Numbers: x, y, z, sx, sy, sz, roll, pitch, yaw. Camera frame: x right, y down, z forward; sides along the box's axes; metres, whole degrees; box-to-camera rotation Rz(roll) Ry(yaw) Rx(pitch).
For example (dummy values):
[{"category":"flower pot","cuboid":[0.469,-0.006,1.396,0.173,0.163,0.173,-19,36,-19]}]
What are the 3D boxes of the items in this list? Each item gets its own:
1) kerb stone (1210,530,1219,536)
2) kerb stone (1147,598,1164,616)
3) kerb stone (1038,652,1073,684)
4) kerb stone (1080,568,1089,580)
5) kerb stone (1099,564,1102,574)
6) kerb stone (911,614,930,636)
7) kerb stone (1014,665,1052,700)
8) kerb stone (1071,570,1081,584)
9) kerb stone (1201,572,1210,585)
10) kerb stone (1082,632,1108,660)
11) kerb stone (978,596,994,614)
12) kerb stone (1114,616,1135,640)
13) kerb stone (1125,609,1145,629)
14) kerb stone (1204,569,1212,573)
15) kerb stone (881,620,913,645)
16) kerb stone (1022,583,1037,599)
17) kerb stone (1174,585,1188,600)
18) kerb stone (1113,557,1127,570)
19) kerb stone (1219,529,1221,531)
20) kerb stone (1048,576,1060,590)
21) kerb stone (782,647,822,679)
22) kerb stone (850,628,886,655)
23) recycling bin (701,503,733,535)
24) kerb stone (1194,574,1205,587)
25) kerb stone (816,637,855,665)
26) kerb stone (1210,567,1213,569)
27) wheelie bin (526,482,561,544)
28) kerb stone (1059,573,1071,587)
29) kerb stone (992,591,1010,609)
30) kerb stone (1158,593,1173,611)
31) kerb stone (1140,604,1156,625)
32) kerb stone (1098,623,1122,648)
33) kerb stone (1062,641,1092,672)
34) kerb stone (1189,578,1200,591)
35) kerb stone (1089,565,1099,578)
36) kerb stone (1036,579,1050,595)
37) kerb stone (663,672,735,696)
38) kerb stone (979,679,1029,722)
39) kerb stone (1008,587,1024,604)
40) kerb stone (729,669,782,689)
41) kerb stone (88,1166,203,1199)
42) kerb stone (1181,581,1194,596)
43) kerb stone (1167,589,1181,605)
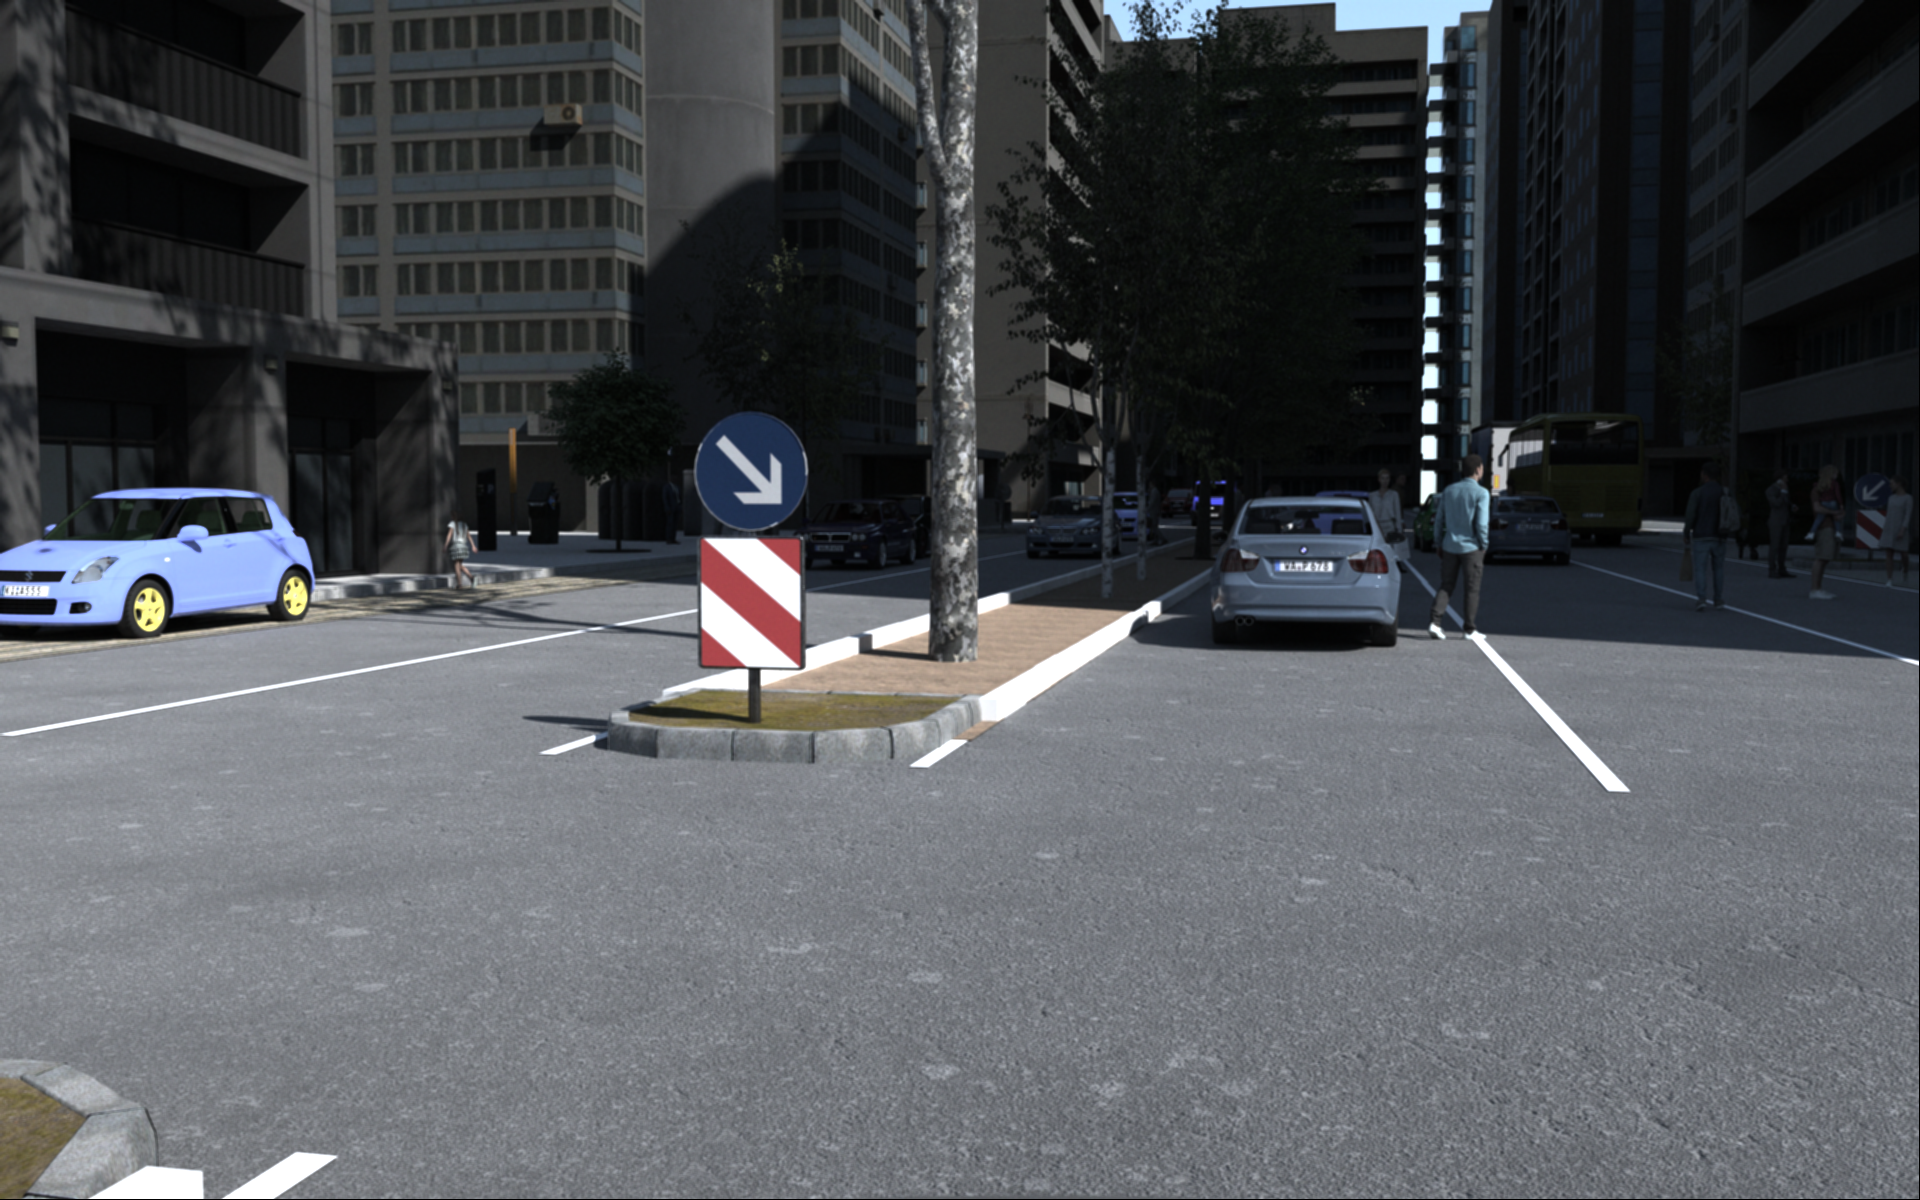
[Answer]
[{"category":"kerb stone","cuboid":[8.626,-2.243,58.868,0.120,0.150,1.000,1,4,12]},{"category":"kerb stone","cuboid":[2.261,0.114,20.343,0.120,0.150,1.000,1,4,12]},{"category":"kerb stone","cuboid":[0.714,0.542,13.342,0.120,0.150,1.000,1,4,12]},{"category":"kerb stone","cuboid":[1.981,-0.406,28.827,0.120,0.150,1.000,1,4,12]},{"category":"kerb stone","cuboid":[2.439,-0.528,30.825,0.120,0.150,1.000,1,4,12]},{"category":"kerb stone","cuboid":[-0.441,0.274,17.802,0.120,0.150,1.000,1,4,12]},{"category":"kerb stone","cuboid":[0.499,0.606,12.341,0.120,0.150,1.000,1,4,12]},{"category":"kerb stone","cuboid":[1.775,-0.344,27.826,0.120,0.150,1.000,1,4,12]},{"category":"kerb stone","cuboid":[3.810,-0.312,27.345,0.120,0.150,1.000,1,4,12]},{"category":"kerb stone","cuboid":[1.166,0.419,15.348,0.120,0.150,1.000,1,4,12]},{"category":"kerb stone","cuboid":[0.220,0.085,20.801,0.120,0.150,1.000,1,4,12]},{"category":"kerb stone","cuboid":[1.607,0.297,17.344,0.120,0.150,1.000,1,4,12]},{"category":"kerb stone","cuboid":[1.815,0.235,18.346,0.120,0.150,1.000,1,4,12]},{"category":"kerb stone","cuboid":[4.032,-0.376,28.343,0.120,0.150,1.000,1,4,12]},{"category":"kerb stone","cuboid":[-0.662,0.330,16.804,0.120,0.150,1.000,1,4,12]},{"category":"kerb stone","cuboid":[0.882,-0.098,23.798,0.120,0.150,1.000,1,4,12]},{"category":"kerb stone","cuboid":[2.929,-0.068,23.349,0.120,0.150,1.000,1,4,12]},{"category":"kerb stone","cuboid":[3.092,-0.712,33.830,0.120,0.150,1.000,1,4,12]},{"category":"kerb stone","cuboid":[8.851,-2.299,59.868,0.120,0.150,1.000,1,4,12]},{"category":"kerb stone","cuboid":[1.317,-0.221,25.812,0.120,0.150,1.000,1,4,12]},{"category":"kerb stone","cuboid":[-1.326,0.513,13.803,0.120,0.150,1.000,1,4,12]},{"category":"kerb stone","cuboid":[-0.883,0.391,15.805,0.120,0.150,1.000,1,4,12]},{"category":"recycling bin","cuboid":[-6.762,-2.187,48.306,0.722,1.027,0.722,1,4,10]},{"category":"kerb stone","cuboid":[3.593,-0.254,26.346,0.120,0.150,1.000,1,4,12]},{"category":"kerb stone","cuboid":[-1.111,0.455,14.803,0.120,0.150,1.000,1,4,12]},{"category":"kerb stone","cuboid":[4.249,-0.437,29.342,0.120,0.150,1.000,1,4,12]},{"category":"wheelie bin","cuboid":[-10.717,-2.243,44.583,0.980,1.594,0.693,2,4,24]},{"category":"kerb stone","cuboid":[1.543,-0.282,26.813,0.120,0.150,1.000,1,4,12]},{"category":"kerb stone","cuboid":[0.442,0.024,21.801,0.120,0.150,1.000,1,4,12]},{"category":"kerb stone","cuboid":[2.487,0.052,21.351,0.120,0.150,1.000,1,4,12]},{"category":"kerb stone","cuboid":[2.053,0.181,19.342,0.120,0.150,1.000,1,4,12]},{"category":"kerb stone","cuboid":[1.385,0.358,16.346,0.120,0.150,1.000,1,4,12]},{"category":"kerb stone","cuboid":[0.942,0.481,14.338,0.120,0.150,1.000,1,4,12]},{"category":"kerb stone","cuboid":[3.373,-0.191,25.348,0.120,0.150,1.000,1,4,12]},{"category":"kerb stone","cuboid":[2.215,-0.467,29.828,0.120,0.150,1.000,1,4,12]},{"category":"kerb stone","cuboid":[1.104,-0.159,24.801,0.120,0.150,1.000,1,4,12]},{"category":"kerb stone","cuboid":[-1.777,0.636,11.798,0.120,0.150,1.000,1,4,12]},{"category":"kerb stone","cuboid":[0.284,0.664,11.341,0.120,0.150,1.000,1,4,12]},{"category":"kerb stone","cuboid":[0.659,-0.037,22.800,0.120,0.150,1.000,1,4,12]},{"category":"kerb stone","cuboid":[-1.548,0.575,12.801,0.120,0.150,1.000,1,4,12]},{"category":"kerb stone","cuboid":[-1.607,1.191,2.825,0.120,0.150,1.000,1,4,12]},{"category":"kerb stone","cuboid":[3.153,-0.132,24.347,0.120,0.150,1.000,1,4,12]},{"category":"kerb stone","cuboid":[2.711,-0.008,22.351,0.120,0.150,1.000,1,4,12]}]
